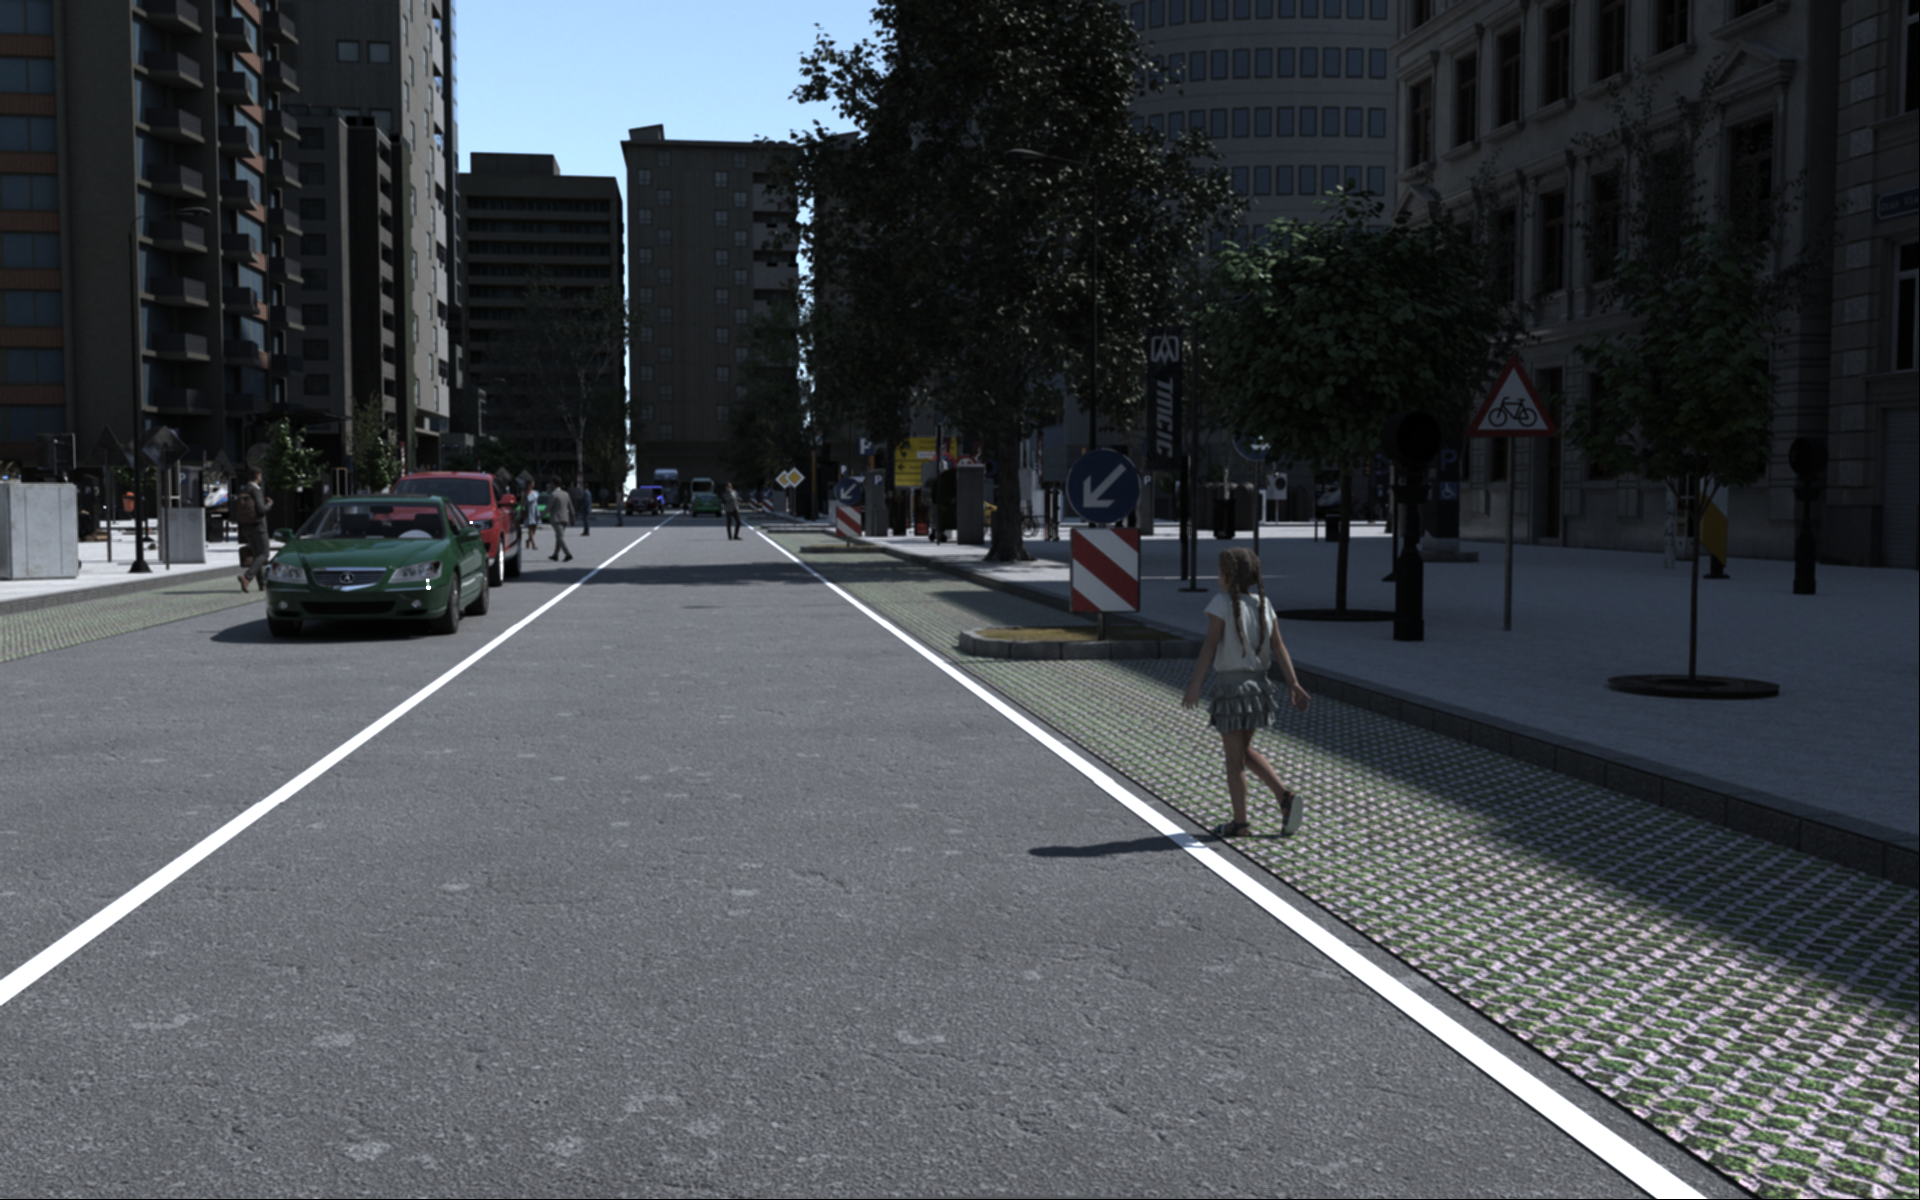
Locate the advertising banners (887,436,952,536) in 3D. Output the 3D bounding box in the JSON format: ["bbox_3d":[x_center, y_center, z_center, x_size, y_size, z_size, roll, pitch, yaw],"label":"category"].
[{"bbox_3d":[-1.203,-3.479,53.071,2.074,3.025,0.090,2,4,23],"label":"advertising banners"}]

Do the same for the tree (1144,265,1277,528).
[{"bbox_3d":[8.730,-6.440,55.650,4.360,8.622,3.978,0,3,0],"label":"tree"}]

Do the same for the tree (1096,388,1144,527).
[{"bbox_3d":[5.972,-6.797,61.497,4.360,8.622,3.978,0,3,0],"label":"tree"}]

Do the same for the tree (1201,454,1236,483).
[{"bbox_3d":[12.130,-5.355,82.159,1.663,3.219,1.824,0,3,0],"label":"tree"}]

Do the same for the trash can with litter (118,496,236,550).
[{"bbox_3d":[-18.482,-1.801,40.508,1.678,1.210,2.233,1,4,16],"label":"trash can with litter"}]

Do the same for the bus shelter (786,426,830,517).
[{"bbox_3d":[-8.802,-7.449,99.428,2.179,5.291,8.768,-1,4,-8],"label":"bus shelter"}]

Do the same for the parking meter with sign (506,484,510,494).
[{"bbox_3d":[-33.008,-7.907,125.532,1.738,3.016,0.543,2,4,31],"label":"parking meter with sign"}]

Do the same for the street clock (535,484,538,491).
[{"bbox_3d":[-31.931,-7.717,130.747,0.358,2.002,0.471,-2,4,-25],"label":"street clock"}]

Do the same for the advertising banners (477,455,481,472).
[{"bbox_3d":[-21.112,-4.928,76.768,0.090,3.025,2.074,-2,4,-29],"label":"advertising banners"}]

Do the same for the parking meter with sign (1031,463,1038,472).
[{"bbox_3d":[3.675,-6.125,96.398,0.543,3.016,1.738,-3,4,-37],"label":"parking meter with sign"}]

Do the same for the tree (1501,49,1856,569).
[{"bbox_3d":[12.272,-4.821,29.178,4.360,8.622,3.978,0,3,0],"label":"tree"}]

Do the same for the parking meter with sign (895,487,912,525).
[{"bbox_3d":[-2.379,-4.696,73.048,1.738,3.016,0.543,1,4,10],"label":"parking meter with sign"}]

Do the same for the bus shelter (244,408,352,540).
[{"bbox_3d":[-19.082,-3.609,50.284,1.731,3.624,6.357,-1,4,-8],"label":"bus shelter"}]

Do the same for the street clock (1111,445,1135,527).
[{"bbox_3d":[2.352,-1.287,25.608,0.358,2.002,0.471,1,4,8],"label":"street clock"}]

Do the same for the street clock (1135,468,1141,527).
[{"bbox_3d":[4.755,-2.654,47.961,0.471,2.002,0.358,3,5,45],"label":"street clock"}]

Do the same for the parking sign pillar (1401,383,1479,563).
[{"bbox_3d":[9.184,-2.726,33.044,1.447,3.967,1.447,0,4,3],"label":"parking sign pillar"}]

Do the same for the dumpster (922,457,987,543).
[{"bbox_3d":[-0.145,-2.680,46.306,1.502,2.255,1.985,-1,4,-8],"label":"dumpster"}]

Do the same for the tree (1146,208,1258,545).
[{"bbox_3d":[6.172,-5.716,43.826,4.737,8.622,4.395,0,3,0],"label":"tree"}]

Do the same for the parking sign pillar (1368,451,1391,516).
[{"bbox_3d":[21.546,-6.123,88.576,1.447,3.967,1.447,1,4,14],"label":"parking sign pillar"}]

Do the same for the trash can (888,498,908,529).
[{"bbox_3d":[-2.265,-3.141,63.012,0.748,1.137,0.748,0,3,0],"label":"trash can"}]

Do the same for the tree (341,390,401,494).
[{"bbox_3d":[-42.130,-10.586,123.440,4.737,8.622,4.395,0,3,0],"label":"tree"}]

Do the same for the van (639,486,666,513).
[{"bbox_3d":[-23.161,-7.676,129.883,2.240,2.365,5.245,-1,4,-10],"label":"van"}]

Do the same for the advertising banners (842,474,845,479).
[{"bbox_3d":[-7.524,-6.828,107.827,0.090,3.025,2.074,1,4,22],"label":"advertising banners"}]

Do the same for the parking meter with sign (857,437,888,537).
[{"bbox_3d":[-2.603,-3.443,52.549,0.543,3.016,1.738,-1,4,-21],"label":"parking meter with sign"}]

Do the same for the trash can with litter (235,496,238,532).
[{"bbox_3d":[-24.092,-2.883,58.190,2.233,1.210,1.678,1,4,11],"label":"trash can with litter"}]

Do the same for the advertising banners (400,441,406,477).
[{"bbox_3d":[-18.349,-3.776,57.920,0.090,3.025,2.074,0,4,2],"label":"advertising banners"}]

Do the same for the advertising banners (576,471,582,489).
[{"bbox_3d":[-30.111,-8.433,134.067,2.074,3.025,0.090,2,4,23],"label":"advertising banners"}]

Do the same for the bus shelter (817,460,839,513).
[{"bbox_3d":[-9.344,-7.819,119.131,1.731,3.624,6.357,-1,4,-8],"label":"bus shelter"}]

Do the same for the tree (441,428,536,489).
[{"bbox_3d":[-22.975,-6.279,86.377,4.285,4.588,4.351,0,3,0],"label":"tree"}]

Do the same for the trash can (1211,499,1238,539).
[{"bbox_3d":[7.502,-2.293,49.142,0.748,1.137,0.748,0,3,0],"label":"trash can"}]

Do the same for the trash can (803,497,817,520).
[{"bbox_3d":[-7.321,-4.467,84.682,0.748,1.137,0.748,0,3,0],"label":"trash can"}]

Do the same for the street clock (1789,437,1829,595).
[{"bbox_3d":[10.810,-1.073,22.113,0.358,2.002,0.471,-1,4,-11],"label":"street clock"}]

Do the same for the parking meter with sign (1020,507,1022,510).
[{"bbox_3d":[1.649,-3.616,55.379,0.543,3.016,1.738,1,4,10],"label":"parking meter with sign"}]

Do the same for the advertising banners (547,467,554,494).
[{"bbox_3d":[-26.103,-6.988,110.443,0.090,3.025,2.074,0,4,-1],"label":"advertising banners"}]

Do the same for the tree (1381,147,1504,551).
[{"bbox_3d":[10.848,-5.342,37.698,4.360,8.622,3.978,0,3,0],"label":"tree"}]

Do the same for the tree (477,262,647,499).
[{"bbox_3d":[-32.842,-17.581,143.346,12.611,20.169,13.585,0,3,0],"label":"tree"}]

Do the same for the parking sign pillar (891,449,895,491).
[{"bbox_3d":[-3.669,-7.004,102.988,1.447,3.967,1.447,1,4,22],"label":"parking sign pillar"}]

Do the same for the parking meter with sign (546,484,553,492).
[{"bbox_3d":[-32.042,-8.530,135.732,1.738,3.016,0.543,-1,4,-11],"label":"parking meter with sign"}]

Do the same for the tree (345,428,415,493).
[{"bbox_3d":[-17.333,-3.459,51.152,1.663,3.219,1.824,0,3,0],"label":"tree"}]

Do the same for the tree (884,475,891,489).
[{"bbox_3d":[-5.801,-8.189,128.492,1.663,3.219,1.824,0,3,0],"label":"tree"}]

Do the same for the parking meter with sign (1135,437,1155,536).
[{"bbox_3d":[5.764,-3.511,53.665,0.543,3.016,1.738,0,4,-6],"label":"parking meter with sign"}]

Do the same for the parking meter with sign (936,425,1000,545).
[{"bbox_3d":[0.276,-2.903,43.726,1.738,3.016,0.543,0,4,-5],"label":"parking meter with sign"}]

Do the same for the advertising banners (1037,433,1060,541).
[{"bbox_3d":[2.416,-3.153,47.745,0.090,3.025,2.074,-1,4,-13],"label":"advertising banners"}]

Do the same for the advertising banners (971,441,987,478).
[{"bbox_3d":[-0.063,-3.775,57.912,2.074,3.025,0.090,2,4,29],"label":"advertising banners"}]

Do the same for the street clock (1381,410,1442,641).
[{"bbox_3d":[3.931,-0.645,15.120,0.471,2.002,0.358,-1,4,-21],"label":"street clock"}]

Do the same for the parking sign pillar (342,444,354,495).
[{"bbox_3d":[-33.238,-6.459,94.081,1.447,3.967,1.447,-1,4,-12],"label":"parking sign pillar"}]

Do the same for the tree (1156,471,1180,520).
[{"bbox_3d":[10.461,-5.634,86.715,1.663,3.219,1.824,0,3,0],"label":"tree"}]

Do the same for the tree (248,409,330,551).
[{"bbox_3d":[-15.380,-2.746,39.492,1.663,3.219,1.824,0,3,0],"label":"tree"}]

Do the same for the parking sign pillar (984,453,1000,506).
[{"bbox_3d":[1.557,-6.390,92.941,1.447,3.967,1.447,0,4,-4],"label":"parking sign pillar"}]

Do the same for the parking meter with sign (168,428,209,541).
[{"bbox_3d":[-20.790,-3.093,46.824,0.543,3.016,1.738,1,4,11],"label":"parking meter with sign"}]

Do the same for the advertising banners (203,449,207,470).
[{"bbox_3d":[-30.125,-4.439,68.773,0.090,3.025,2.074,-2,4,-35],"label":"advertising banners"}]

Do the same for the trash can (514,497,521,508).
[{"bbox_3d":[-24.580,-5.177,96.292,0.748,1.137,0.748,0,3,0],"label":"trash can"}]

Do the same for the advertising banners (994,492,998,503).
[{"bbox_3d":[1.541,-5.507,86.223,0.090,3.025,2.074,2,4,26],"label":"advertising banners"}]

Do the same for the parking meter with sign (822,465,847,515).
[{"bbox_3d":[-7.692,-6.693,105.692,1.738,3.016,0.543,3,5,42],"label":"parking meter with sign"}]

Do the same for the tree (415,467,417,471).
[{"bbox_3d":[-37.381,-7.592,118.722,1.663,3.219,1.824,0,3,0],"label":"tree"}]
